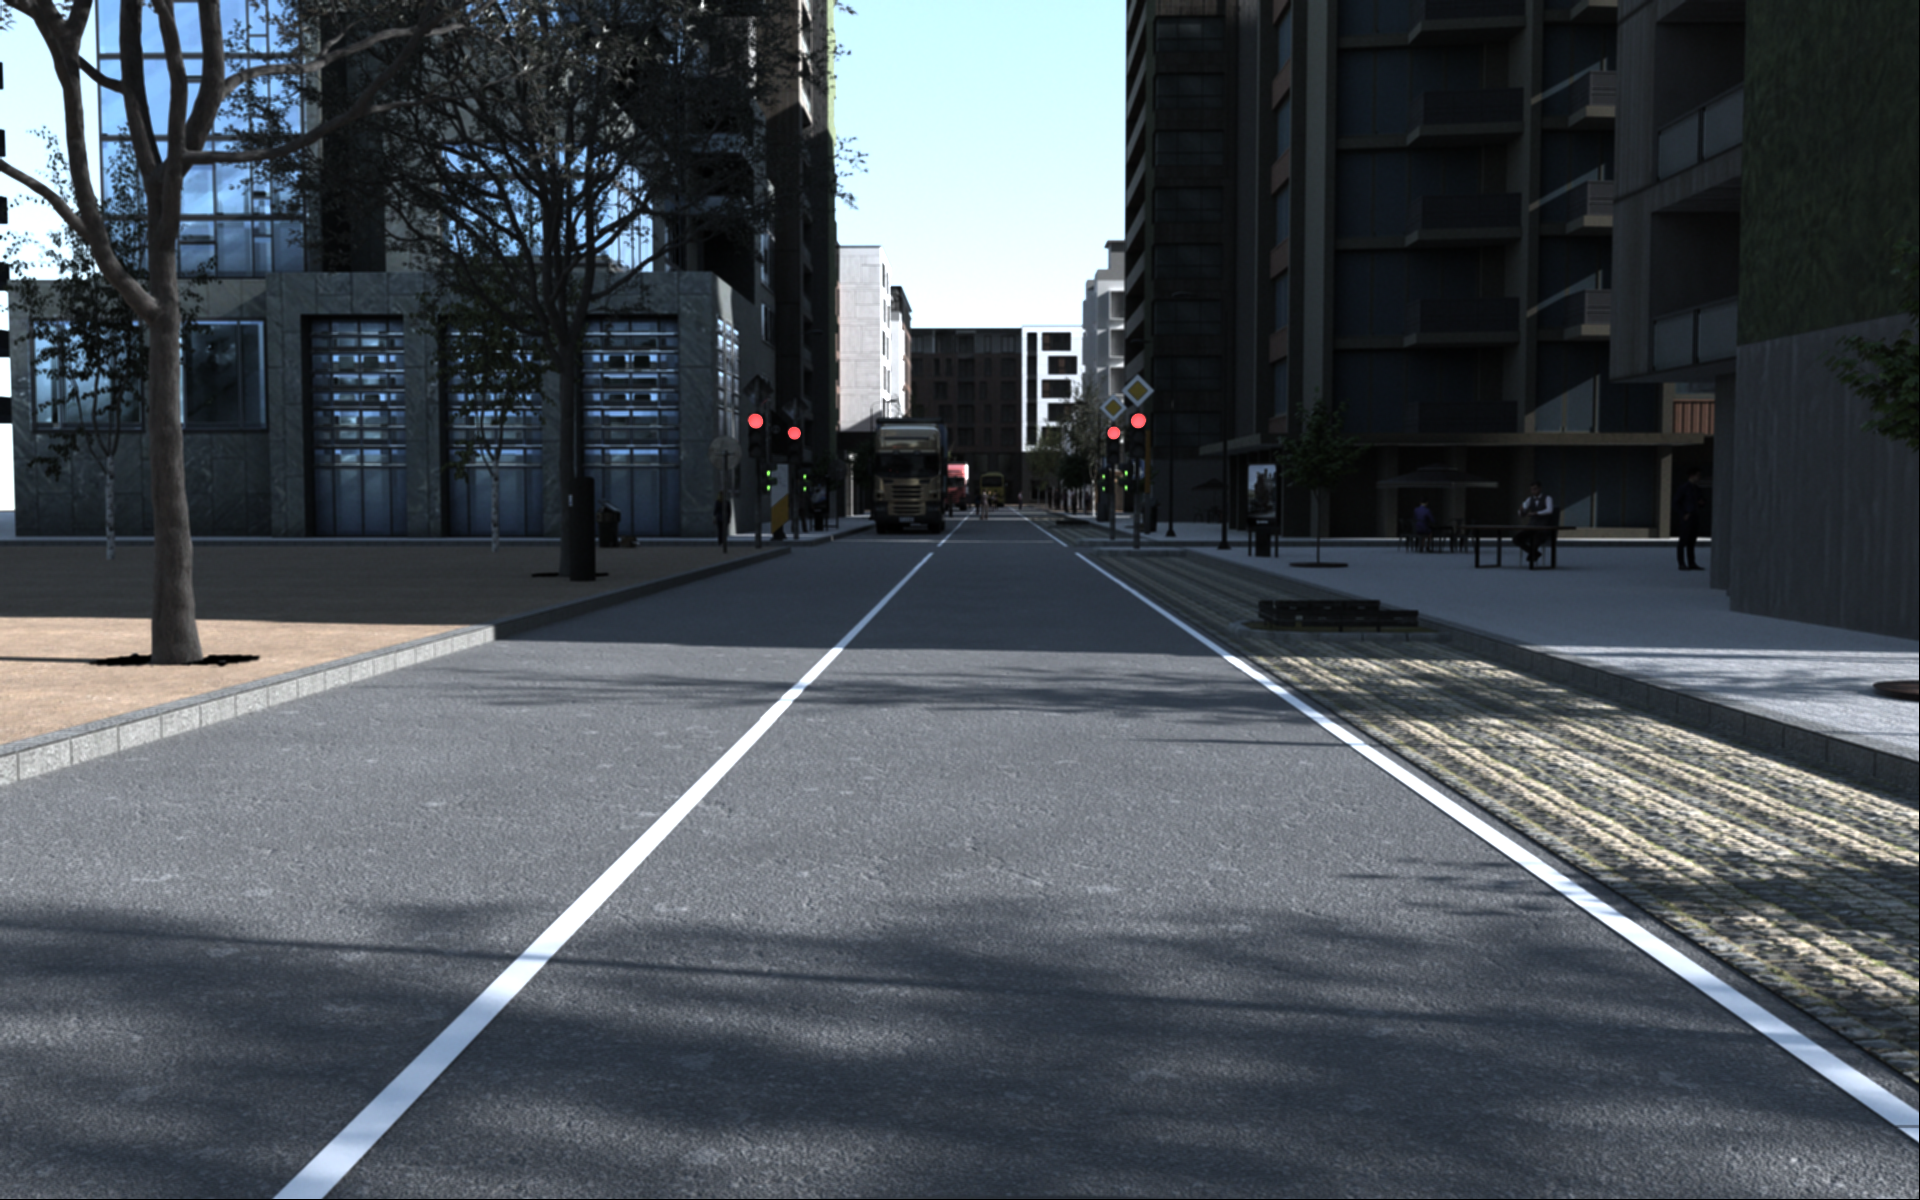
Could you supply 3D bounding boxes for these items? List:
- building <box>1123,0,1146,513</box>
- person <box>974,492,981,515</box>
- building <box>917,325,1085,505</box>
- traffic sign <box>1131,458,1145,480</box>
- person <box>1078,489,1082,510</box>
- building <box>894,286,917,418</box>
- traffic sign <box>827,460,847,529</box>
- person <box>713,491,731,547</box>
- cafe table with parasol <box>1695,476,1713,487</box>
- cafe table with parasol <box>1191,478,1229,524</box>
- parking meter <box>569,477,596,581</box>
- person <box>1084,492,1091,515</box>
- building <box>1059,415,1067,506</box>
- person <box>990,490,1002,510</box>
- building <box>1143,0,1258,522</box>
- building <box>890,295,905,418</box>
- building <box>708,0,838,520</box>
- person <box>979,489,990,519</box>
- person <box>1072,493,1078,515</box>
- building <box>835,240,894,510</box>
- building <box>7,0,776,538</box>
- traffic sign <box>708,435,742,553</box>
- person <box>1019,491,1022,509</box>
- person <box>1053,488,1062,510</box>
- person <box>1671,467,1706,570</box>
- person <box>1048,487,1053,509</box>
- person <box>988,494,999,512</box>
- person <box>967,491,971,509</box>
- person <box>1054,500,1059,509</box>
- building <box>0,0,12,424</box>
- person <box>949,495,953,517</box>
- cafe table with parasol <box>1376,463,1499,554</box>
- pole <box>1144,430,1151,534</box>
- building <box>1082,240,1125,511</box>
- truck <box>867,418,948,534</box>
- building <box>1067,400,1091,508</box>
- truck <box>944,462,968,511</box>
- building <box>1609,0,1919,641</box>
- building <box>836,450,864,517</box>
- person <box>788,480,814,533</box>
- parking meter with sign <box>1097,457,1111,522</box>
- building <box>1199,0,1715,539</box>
[{"bbox_3d":[21.954,-29.735,109.861,21.300,48.544,21.600,0,4,1],"label":"building"},{"bbox_3d":[1.277,-6.766,120.998,0.647,1.594,0.662,-2,4,-23],"label":"person"},{"bbox_3d":[5.544,-23.210,223.464,32.646,21.610,27.936,0,4,1],"label":"building"},{"bbox_3d":[6.310,-3.767,61.701,0.768,2.556,0.104,0,4,5],"label":"traffic sign"},{"bbox_3d":[9.834,-8.340,142.037,0.705,1.869,1.348,0,4,2],"label":"person"},{"bbox_3d":[-21.797,-20.810,184.216,32.646,21.610,27.936,0,4,1],"label":"building"},{"bbox_3d":[-4.534,-3.901,63.892,0.768,2.556,0.104,0,4,8],"label":"traffic sign"},{"bbox_3d":[-6.009,-2.010,43.904,0.480,1.512,0.613,-2,4,-23],"label":"person"},{"bbox_3d":[15.899,-1.803,34.338,2.610,1.966,2.610,1,4,11],"label":"cafe table with parasol"},{"bbox_3d":[11.131,-4.338,75.799,2.610,1.966,2.610,-1,4,-23],"label":"cafe table with parasol"},{"bbox_3d":[-5.583,-1.051,25.593,0.372,1.533,0.369,0,3,0],"label":"parking meter"},{"bbox_3d":[7.714,-5.834,104.665,0.421,1.427,0.697,1,4,10],"label":"person"},{"bbox_3d":[15.632,-14.761,183.483,9.099,9.664,28.070,0,4,1],"label":"building"},{"bbox_3d":[3.238,-9.046,156.489,1.348,1.812,0.705,1,4,22],"label":"person"},{"bbox_3d":[15.891,-19.144,84.708,14.160,30.474,14.107,0,4,1],"label":"building"},{"bbox_3d":[-13.181,-18.739,162.808,16.016,20.091,11.380,0,4,1],"label":"building"},{"bbox_3d":[-13.837,-24.696,87.374,14.154,41.232,14.086,0,4,1],"label":"building"},{"bbox_3d":[1.412,-5.422,97.958,0.445,1.727,0.742,2,4,27],"label":"person"},{"bbox_3d":[7.004,-5.861,105.787,0.435,1.345,0.340,2,4,28],"label":"person"},{"bbox_3d":[-20.426,-18.140,140.566,27.936,21.610,32.646,0,4,1],"label":"building"},{"bbox_3d":[-18.061,-45.926,63.561,22.319,86.520,31.000,0,4,1],"label":"building"},{"bbox_3d":[-5.106,-2.291,37.562,0.768,2.556,0.104,1,4,10],"label":"traffic sign"},{"bbox_3d":[5.391,-8.779,152.972,0.436,1.711,0.756,1,4,16],"label":"person"},{"bbox_3d":[7.806,-8.112,139.203,0.617,1.759,0.750,1,4,15],"label":"person"},{"bbox_3d":[12.351,-1.372,29.187,0.576,1.737,0.504,-3,4,-39],"label":"person"},{"bbox_3d":[7.941,-8.925,151.590,0.705,1.869,1.348,0,4,-5],"label":"person"},{"bbox_3d":[2.632,-7.793,139.104,0.799,1.438,0.628,-2,4,-28],"label":"person"},{"bbox_3d":[0.807,-9.740,168.205,0.568,1.767,0.683,-2,4,-33],"label":"person"},{"bbox_3d":[8.400,-8.561,149.275,0.557,1.426,1.065,1,4,23],"label":"person"},{"bbox_3d":[-43.063,-24.930,57.724,14.200,45.320,14.600,0,4,1],"label":"building"},{"bbox_3d":[-0.539,-5.813,107.449,0.340,1.345,0.435,0,4,-4],"label":"person"},{"bbox_3d":[10.471,-2.028,38.028,2.610,1.966,2.610,1,4,14],"label":"cafe table with parasol"},{"bbox_3d":[5.990,-3.761,55.333,0.158,3.312,0.155,0,3,0],"label":"pole"},{"bbox_3d":[17.613,-17.008,134.502,16.016,20.091,11.380,0,4,1],"label":"building"},{"bbox_3d":[-1.805,-4.707,65.875,2.839,4.237,11.283,0,4,1],"label":"truck"},{"bbox_3d":[15.006,-12.991,154.557,9.099,9.664,28.070,0,4,1],"label":"building"},{"bbox_3d":[-0.595,-10.026,152.844,2.839,4.237,11.283,0,4,1],"label":"truck"},{"bbox_3d":[15.483,-20.532,19.301,14.154,41.232,14.086,0,4,1],"label":"building"},{"bbox_3d":[-16.395,-40.732,104.213,20.563,71.187,20.611,0,4,1],"label":"building"},{"bbox_3d":[-5.292,-3.108,57.412,0.990,1.755,0.434,-1,4,-21],"label":"person"},{"bbox_3d":[6.730,-5.153,80.520,0.543,3.016,1.738,1,4,15],"label":"parking meter with sign"},{"bbox_3d":[23.109,-24.682,58.179,28.867,44.769,22.147,0,4,1],"label":"building"}]
